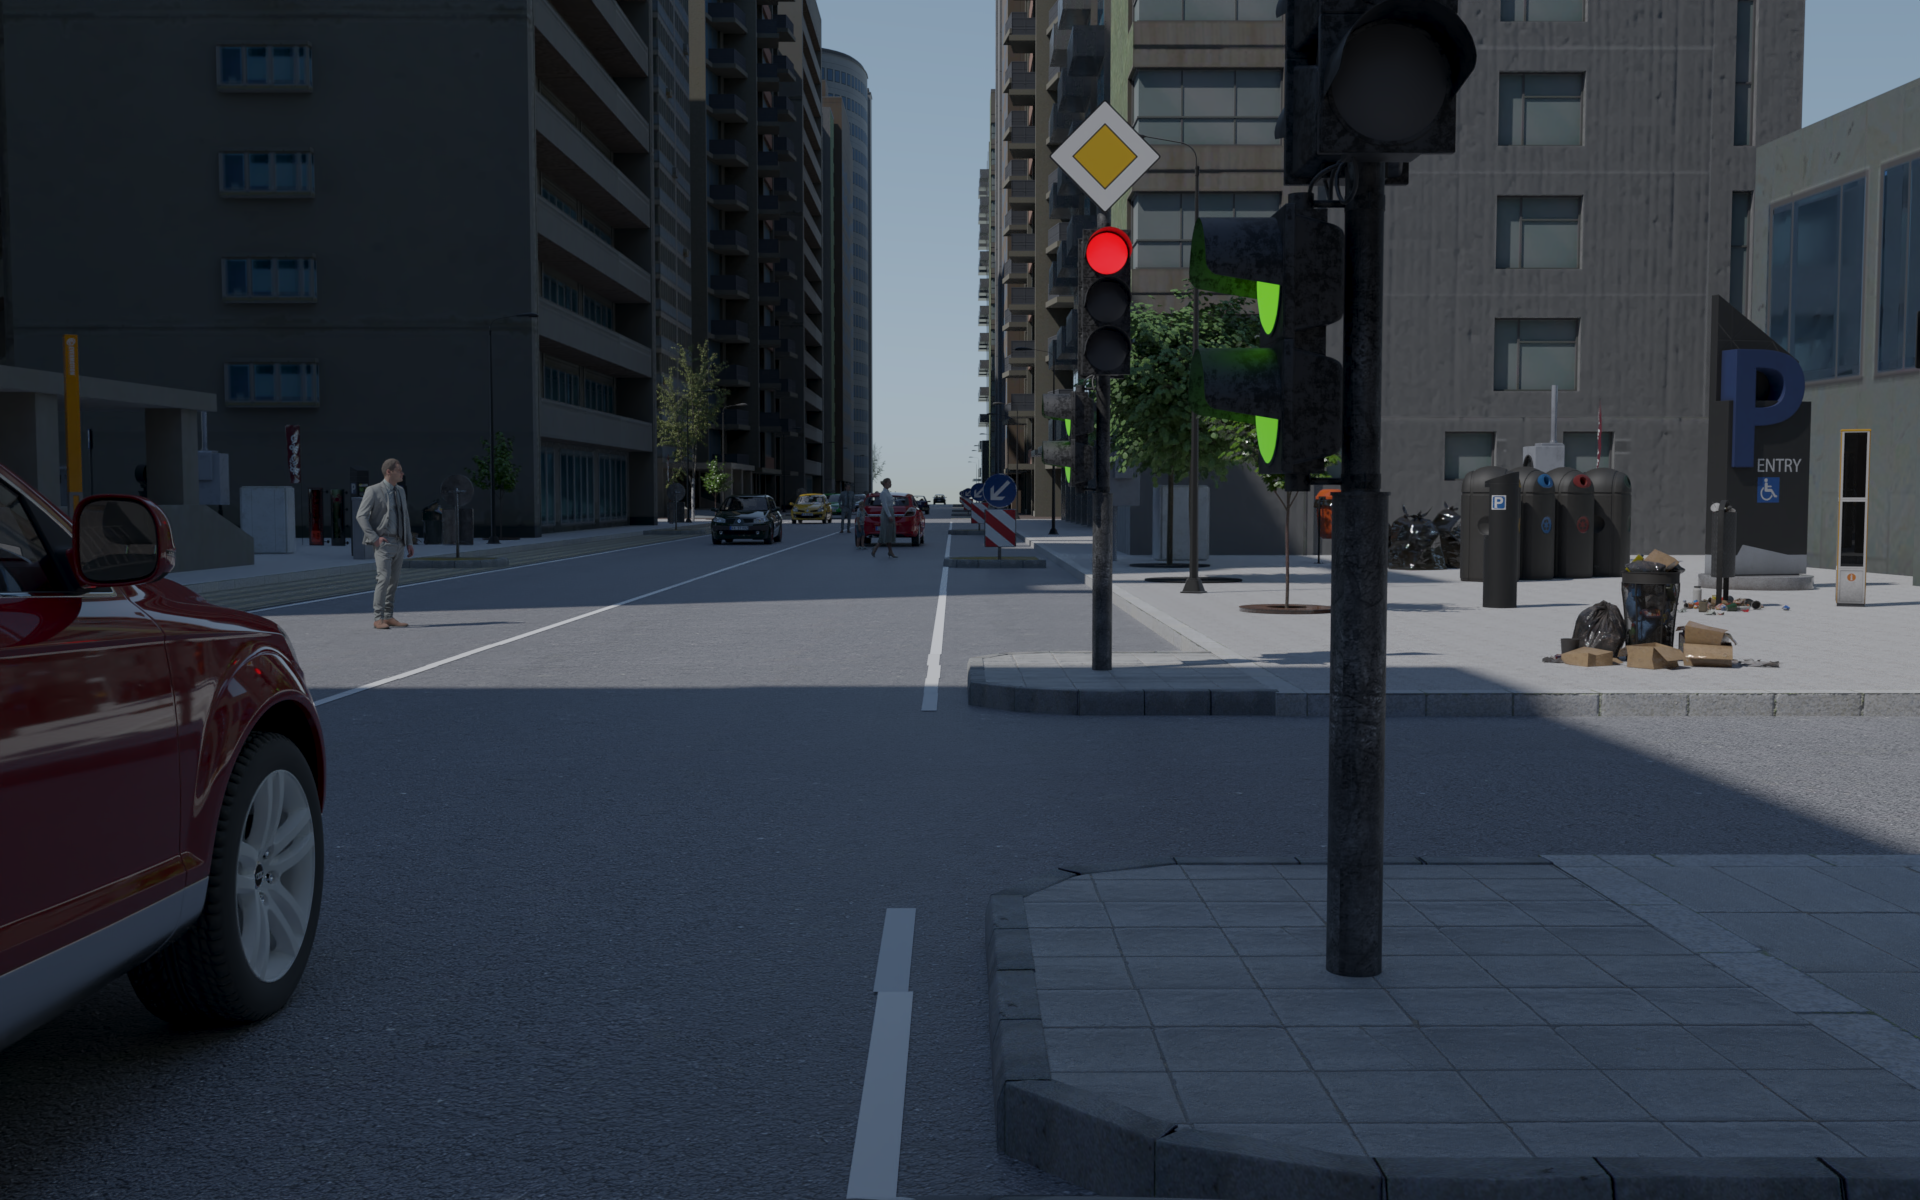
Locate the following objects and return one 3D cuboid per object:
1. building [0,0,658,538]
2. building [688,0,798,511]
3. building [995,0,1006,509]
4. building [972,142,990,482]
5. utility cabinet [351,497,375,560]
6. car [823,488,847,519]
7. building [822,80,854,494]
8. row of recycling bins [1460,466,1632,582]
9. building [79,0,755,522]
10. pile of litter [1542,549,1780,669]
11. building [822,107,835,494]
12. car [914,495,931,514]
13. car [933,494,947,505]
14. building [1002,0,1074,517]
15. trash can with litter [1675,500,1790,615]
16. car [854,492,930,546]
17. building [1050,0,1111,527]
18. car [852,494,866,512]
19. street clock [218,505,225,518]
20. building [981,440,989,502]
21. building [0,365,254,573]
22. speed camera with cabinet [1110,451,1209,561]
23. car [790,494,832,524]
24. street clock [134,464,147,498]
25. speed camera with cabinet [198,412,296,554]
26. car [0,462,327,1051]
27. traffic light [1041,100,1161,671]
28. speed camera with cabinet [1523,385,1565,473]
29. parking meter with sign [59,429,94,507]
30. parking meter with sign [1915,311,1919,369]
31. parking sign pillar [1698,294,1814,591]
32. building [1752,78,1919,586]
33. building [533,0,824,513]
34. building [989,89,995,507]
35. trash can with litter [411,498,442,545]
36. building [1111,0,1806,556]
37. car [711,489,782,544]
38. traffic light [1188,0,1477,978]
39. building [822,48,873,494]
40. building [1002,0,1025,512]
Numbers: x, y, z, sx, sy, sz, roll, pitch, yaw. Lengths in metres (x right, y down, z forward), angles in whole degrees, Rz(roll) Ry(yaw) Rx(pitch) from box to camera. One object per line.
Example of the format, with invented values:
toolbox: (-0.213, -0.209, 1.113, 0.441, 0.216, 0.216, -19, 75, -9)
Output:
building: (-23.097, -26.657, 59.544, 21.300, 48.544, 21.600, 0, 4, 0)
building: (-23.580, -28.809, 125.653, 22.147, 44.769, 28.867, 0, 4, 0)
building: (13.510, -37.101, 148.598, 21.231, 58.520, 28.212, 0, 4, 0)
building: (13.607, -37.428, 231.552, 23.786, 49.044, 30.456, 0, 4, 0)
utility cabinet: (-11.618, -1.419, 34.368, 0.306, 1.237, 1.020, 1, 4, 17)
car: (-7.514, -5.714, 102.213, 1.959, 1.807, 4.718, 0, 4, -2)
building: (-19.447, -33.128, 191.754, 14.600, 45.320, 14.200, 0, 4, 0)
row of recycling bins: (8.869, -1.172, 26.269, 3.534, 1.692, 1.069, -2, 4, -35)
building: (-28.661, -24.924, 99.396, 32.217, 40.220, 23.993, 0, 4, 0)
pile of litter: (5.326, 0.054, 13.090, 1.719, 0.858, 1.176, 1, 4, 22)
building: (-20.365, -30.224, 177.759, 14.154, 41.232, 14.086, 0, 4, 0)
car: (-3.066, -6.775, 123.356, 1.945, 1.354, 3.894, 0, 4, 1)
car: (-2.811, -14.032, 239.210, 2.009, 1.686, 4.222, 0, 4, 1)
building: (13.812, -27.530, 104.739, 22.147, 44.769, 28.867, 0, 4, 0)
trash can with litter: (8.355, -0.507, 19.350, 1.678, 1.210, 2.233, 2, 4, 32)
car: (-1.946, -2.434, 48.829, 2.155, 1.783, 4.494, 0, 4, 1)
building: (15.261, -27.660, 71.855, 23.786, 49.044, 30.456, 0, 4, 0)
car: (-7.294, -6.747, 122.117, 2.131, 1.459, 4.920, 0, 4, -2)
street clock: (-16.319, -2.058, 38.214, 0.471, 2.002, 0.358, 3, 5, 45)
building: (13.837, -54.255, 199.738, 22.319, 86.520, 31.000, 0, 4, 0)
building: (-28.908, -20.269, 23.272, 32.217, 40.220, 23.993, 0, 4, 0)
speed camera with cabinet: (3.741, -2.385, 33.329, 2.038, 3.252, 0.660, -1, 4, -9)
car: (-7.254, -4.560, 84.784, 2.015, 1.641, 3.980, 0, 4, 1)
street clock: (-19.777, -2.293, 42.060, 0.358, 2.002, 0.471, 1, 4, 10)
speed camera with cabinet: (-15.382, -2.615, 37.092, 2.038, 3.252, 0.660, 0, 4, -4)
car: (-2.833, 0.343, 3.073, 2.281, 1.827, 5.304, 0, 4, -1)
traffic light: (1.018, -1.444, 12.537, 0.839, 4.253, 0.868, 0, 4, 0)
speed camera with cabinet: (10.603, -2.317, 32.225, 0.660, 3.252, 2.038, 0, 4, -1)
parking meter with sign: (-23.907, -3.033, 45.856, 1.738, 3.016, 0.543, -2, 4, -30)
parking meter with sign: (9.800, -1.206, 15.974, 0.543, 3.016, 1.738, -2, 4, -35)
parking sign pillar: (10.866, -2.145, 23.548, 1.447, 3.967, 1.447, -1, 4, -13)
building: (28.830, -43.249, 19.798, 31.000, 86.520, 22.319, 0, 4, 0)
building: (-23.405, -32.234, 150.725, 21.300, 48.544, 21.600, 0, 4, 0)
building: (10.023, -30.260, 178.337, 14.154, 41.232, 14.086, 0, 4, 0)
trash can with litter: (-13.620, -1.989, 43.913, 1.055, 1.170, 0.624, -1, 4, -11)
building: (10.555, -21.913, 41.865, 14.154, 41.232, 14.086, 0, 4, 0)
car: (-6.195, -2.491, 50.518, 2.009, 1.686, 4.222, 0, 4, 0)
traffic light: (1.043, -0.956, 4.552, 0.839, 4.253, 0.868, 0, 4, 0)
building: (-22.707, -41.971, 228.225, 21.231, 58.520, 28.212, 0, 4, 0)
building: (10.167, -29.171, 127.055, 14.600, 45.320, 14.200, 0, 4, 0)
